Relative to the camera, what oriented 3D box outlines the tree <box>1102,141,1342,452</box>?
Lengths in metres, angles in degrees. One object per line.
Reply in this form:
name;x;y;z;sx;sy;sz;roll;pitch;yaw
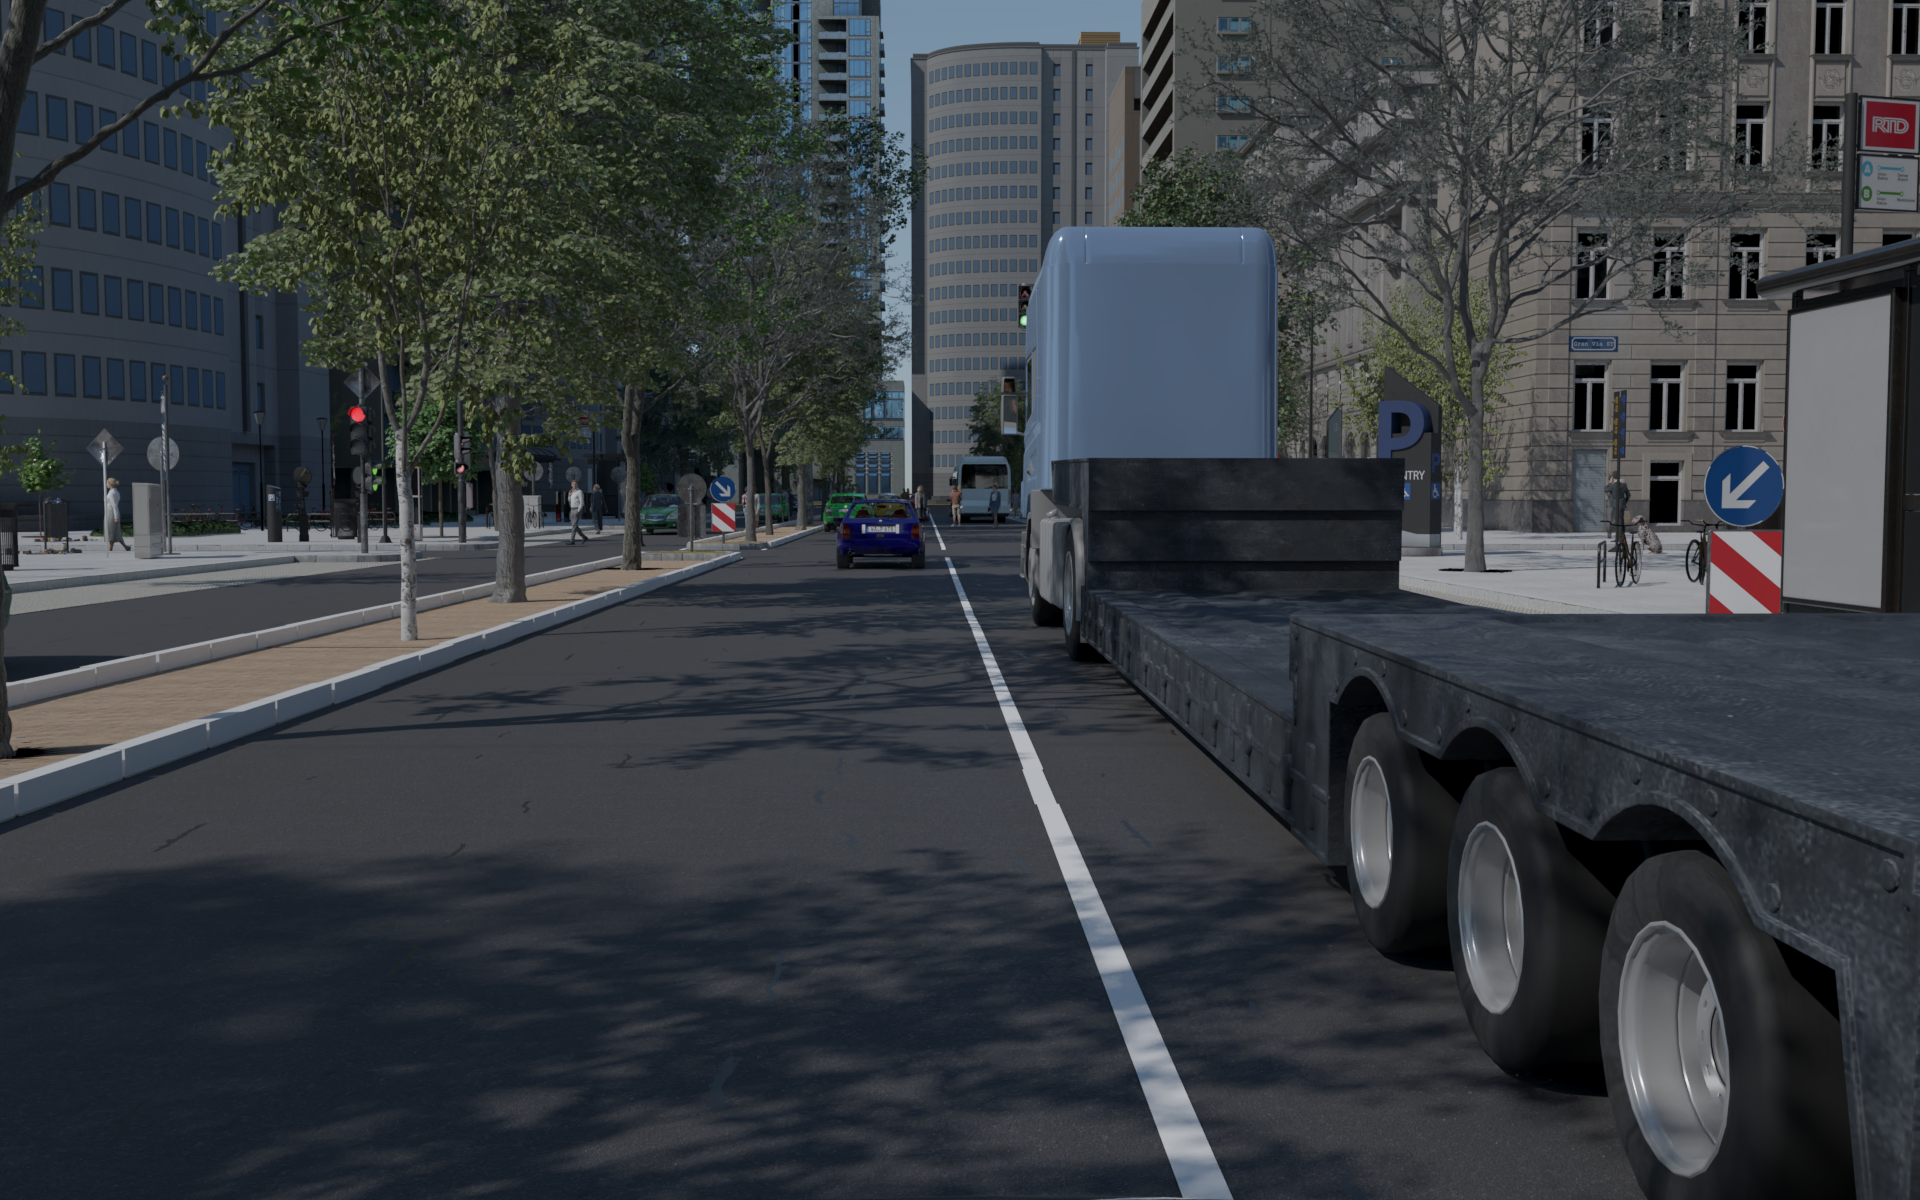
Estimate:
tree;7.493;-8.532;56.499;9.611;12.733;9.660;0;3;0

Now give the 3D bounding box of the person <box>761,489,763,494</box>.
person;-21.686;-11.212;189.503;0.705;1.807;1.348;-1;4;-14

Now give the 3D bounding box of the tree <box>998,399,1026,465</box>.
tree;6.310;-12.401;137.171;7.601;10.594;8.767;2;4;33

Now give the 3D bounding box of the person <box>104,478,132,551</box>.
person;-19.254;-1.883;39.516;0.641;1.798;0.478;0;4;-4

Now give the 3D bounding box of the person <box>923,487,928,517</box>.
person;-2.008;-5.435;97.163;0.655;1.846;0.447;-3;4;-38

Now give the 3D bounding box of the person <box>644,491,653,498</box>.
person;-24.570;-8.016;137.048;0.705;1.831;1.348;1;4;23

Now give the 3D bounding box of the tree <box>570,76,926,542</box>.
tree;-6.074;-8.393;50.053;12.009;13.543;11.850;0;3;0

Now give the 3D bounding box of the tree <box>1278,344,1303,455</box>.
tree;14.192;-7.971;80.683;4.737;8.622;4.395;0;3;0

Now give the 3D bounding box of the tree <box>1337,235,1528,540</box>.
tree;13.925;-5.997;48.416;4.737;8.622;4.395;0;3;0

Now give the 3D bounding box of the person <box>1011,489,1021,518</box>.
person;3.331;-5.671;101.965;0.760;1.731;0.466;3;5;43

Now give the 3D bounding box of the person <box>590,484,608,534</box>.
person;-12.756;-3.193;61.132;0.534;1.772;0.576;2;4;33

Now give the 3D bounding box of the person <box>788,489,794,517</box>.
person;-10.532;-6.010;107.191;0.534;1.772;0.576;-1;4;-17

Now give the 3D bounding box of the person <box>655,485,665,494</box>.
person;-17.488;-5.768;100.709;0.532;1.782;0.716;-3;4;-36

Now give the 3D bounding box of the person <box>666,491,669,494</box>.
person;-25.997;-9.057;154.785;0.551;1.740;0.621;0;4;-7

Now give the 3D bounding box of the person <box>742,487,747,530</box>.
person;-8.349;-3.614;68.429;0.563;1.720;0.643;-2;4;-26

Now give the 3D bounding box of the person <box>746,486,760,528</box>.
person;-6.804;-2.911;56.846;0.466;1.731;0.760;-1;4;-14

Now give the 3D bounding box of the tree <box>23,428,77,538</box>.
tree;-27.046;-3.441;50.862;1.663;3.219;1.824;0;3;0

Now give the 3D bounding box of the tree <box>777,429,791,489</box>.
tree;-18.404;-14.664;190.122;4.737;8.622;4.395;0;3;0

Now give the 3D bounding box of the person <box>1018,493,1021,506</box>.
person;6.291;-11.034;186.322;0.709;1.838;0.599;-1;4;-21

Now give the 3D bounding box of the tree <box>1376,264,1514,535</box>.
tree;15.538;-6.377;54.619;4.360;8.622;3.978;0;3;0

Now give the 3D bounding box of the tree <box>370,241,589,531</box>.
tree;-16.303;-7.663;59.704;7.601;10.594;8.767;0;4;6

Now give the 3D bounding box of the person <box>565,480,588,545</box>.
person;-10.891;-2.477;49.098;0.679;1.850;0.850;3;5;40

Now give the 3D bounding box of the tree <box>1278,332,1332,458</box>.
tree;14.305;-7.645;75.365;4.360;8.622;3.978;0;3;0

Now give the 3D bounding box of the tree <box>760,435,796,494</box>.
tree;-19.099;-14.136;181.487;4.360;8.622;3.978;0;3;0

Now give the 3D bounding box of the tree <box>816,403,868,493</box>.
tree;-7.544;-9.584;109.515;4.360;8.622;3.978;0;3;0

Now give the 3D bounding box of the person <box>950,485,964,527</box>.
person;-0.114;-4.165;76.567;0.580;1.828;0.573;-3;5;-40

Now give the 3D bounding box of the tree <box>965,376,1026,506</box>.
tree;5.372;-17.069;185.731;9.857;13.997;8.962;0;3;0

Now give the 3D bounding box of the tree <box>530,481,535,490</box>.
tree;-21.927;-5.612;86.357;1.663;3.219;1.824;0;3;0

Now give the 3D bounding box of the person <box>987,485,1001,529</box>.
person;1.487;-3.876;71.888;0.581;1.822;0.654;3;5;39

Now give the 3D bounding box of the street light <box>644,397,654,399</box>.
street light;-15.307;-6.747;82.860;1.470;5.913;1.316;0;4;-1

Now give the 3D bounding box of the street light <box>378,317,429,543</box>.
street light;-14.505;-4.443;45.185;1.470;5.913;1.316;0;4;-1

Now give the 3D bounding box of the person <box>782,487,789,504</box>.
person;-10.248;-5.676;101.150;0.795;1.843;0.661;2;4;25

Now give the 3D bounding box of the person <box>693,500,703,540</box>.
person;-8.077;-2.755;53.811;0.520;1.790;0.573;3;5;42

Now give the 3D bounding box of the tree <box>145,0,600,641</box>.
tree;-5.320;-3.888;16.388;4.737;8.622;4.395;0;3;0

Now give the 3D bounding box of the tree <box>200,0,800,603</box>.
tree;-6.038;-6.255;22.861;7.486;12.596;7.792;0;3;0

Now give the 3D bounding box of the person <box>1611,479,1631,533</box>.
person;21.220;-3.007;55.686;0.515;1.767;0.782;0;4;0

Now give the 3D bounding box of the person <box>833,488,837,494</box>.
person;-7.329;-5.649;101.042;0.473;1.802;0.592;1;4;19

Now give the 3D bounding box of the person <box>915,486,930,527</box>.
person;-1.677;-4.108;75.855;0.709;1.800;0.728;-2;4;-29

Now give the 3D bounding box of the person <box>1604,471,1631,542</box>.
person;17.506;-2.494;46.188;0.648;1.900;0.474;-2;4;-30

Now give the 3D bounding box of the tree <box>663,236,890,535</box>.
tree;-6.600;-7.546;60.244;8.767;10.594;7.601;0;4;-1

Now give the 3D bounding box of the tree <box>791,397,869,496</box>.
tree;-7.621;-9.241;103.911;4.737;8.622;4.395;0;3;0

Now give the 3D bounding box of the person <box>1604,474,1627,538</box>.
person;18.969;-2.705;50.079;0.655;1.846;0.447;-1;4;-13

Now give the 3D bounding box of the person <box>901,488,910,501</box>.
person;-3.526;-6.453;113.986;0.580;1.828;0.573;-3;4;-38

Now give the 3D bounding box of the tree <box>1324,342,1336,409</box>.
tree;15.851;-6.981;64.508;4.737;8.622;4.395;0;3;0

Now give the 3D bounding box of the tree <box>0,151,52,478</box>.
tree;-15.411;-4.595;25.496;4.737;8.622;4.395;0;3;0

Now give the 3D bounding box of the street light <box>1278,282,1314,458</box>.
street light;7.118;-3.990;37.786;1.470;5.913;1.316;0;4;-1

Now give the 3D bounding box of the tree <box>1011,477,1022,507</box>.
tree;5.609;-10.957;173.739;1.663;3.219;1.824;0;3;0

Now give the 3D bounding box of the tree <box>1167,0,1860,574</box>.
tree;8.382;-7.198;28.064;12.009;13.543;11.850;0;3;0

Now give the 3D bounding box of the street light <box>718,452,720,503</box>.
street light;-16.167;-9.020;120.018;1.470;5.913;1.316;0;4;-1

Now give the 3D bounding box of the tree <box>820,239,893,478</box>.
tree;-6.360;-9.032;68.263;7.486;12.596;7.792;0;3;0

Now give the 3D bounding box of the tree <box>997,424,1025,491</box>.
tree;5.885;-13.105;164.629;4.737;8.622;4.395;0;3;0

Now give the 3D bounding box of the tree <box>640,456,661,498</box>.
tree;-16.182;-5.791;89.290;1.663;3.219;1.824;0;3;0

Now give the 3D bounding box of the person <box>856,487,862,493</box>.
person;-5.510;-5.319;95.634;0.590;1.801;0.661;-3;4;-38

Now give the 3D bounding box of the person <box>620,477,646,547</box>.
person;-8.938;-2.410;47.267;0.648;1.900;0.474;0;4;0

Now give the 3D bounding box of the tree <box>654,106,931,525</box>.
tree;-8.113;-13.507;79.188;12.611;20.169;13.585;0;3;0

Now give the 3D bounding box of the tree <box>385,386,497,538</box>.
tree;-15.224;-4.117;51.033;4.285;4.588;4.351;0;3;0

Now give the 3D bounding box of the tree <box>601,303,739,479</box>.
tree;-17.217;-12.252;106.969;9.857;13.997;8.962;0;3;0
